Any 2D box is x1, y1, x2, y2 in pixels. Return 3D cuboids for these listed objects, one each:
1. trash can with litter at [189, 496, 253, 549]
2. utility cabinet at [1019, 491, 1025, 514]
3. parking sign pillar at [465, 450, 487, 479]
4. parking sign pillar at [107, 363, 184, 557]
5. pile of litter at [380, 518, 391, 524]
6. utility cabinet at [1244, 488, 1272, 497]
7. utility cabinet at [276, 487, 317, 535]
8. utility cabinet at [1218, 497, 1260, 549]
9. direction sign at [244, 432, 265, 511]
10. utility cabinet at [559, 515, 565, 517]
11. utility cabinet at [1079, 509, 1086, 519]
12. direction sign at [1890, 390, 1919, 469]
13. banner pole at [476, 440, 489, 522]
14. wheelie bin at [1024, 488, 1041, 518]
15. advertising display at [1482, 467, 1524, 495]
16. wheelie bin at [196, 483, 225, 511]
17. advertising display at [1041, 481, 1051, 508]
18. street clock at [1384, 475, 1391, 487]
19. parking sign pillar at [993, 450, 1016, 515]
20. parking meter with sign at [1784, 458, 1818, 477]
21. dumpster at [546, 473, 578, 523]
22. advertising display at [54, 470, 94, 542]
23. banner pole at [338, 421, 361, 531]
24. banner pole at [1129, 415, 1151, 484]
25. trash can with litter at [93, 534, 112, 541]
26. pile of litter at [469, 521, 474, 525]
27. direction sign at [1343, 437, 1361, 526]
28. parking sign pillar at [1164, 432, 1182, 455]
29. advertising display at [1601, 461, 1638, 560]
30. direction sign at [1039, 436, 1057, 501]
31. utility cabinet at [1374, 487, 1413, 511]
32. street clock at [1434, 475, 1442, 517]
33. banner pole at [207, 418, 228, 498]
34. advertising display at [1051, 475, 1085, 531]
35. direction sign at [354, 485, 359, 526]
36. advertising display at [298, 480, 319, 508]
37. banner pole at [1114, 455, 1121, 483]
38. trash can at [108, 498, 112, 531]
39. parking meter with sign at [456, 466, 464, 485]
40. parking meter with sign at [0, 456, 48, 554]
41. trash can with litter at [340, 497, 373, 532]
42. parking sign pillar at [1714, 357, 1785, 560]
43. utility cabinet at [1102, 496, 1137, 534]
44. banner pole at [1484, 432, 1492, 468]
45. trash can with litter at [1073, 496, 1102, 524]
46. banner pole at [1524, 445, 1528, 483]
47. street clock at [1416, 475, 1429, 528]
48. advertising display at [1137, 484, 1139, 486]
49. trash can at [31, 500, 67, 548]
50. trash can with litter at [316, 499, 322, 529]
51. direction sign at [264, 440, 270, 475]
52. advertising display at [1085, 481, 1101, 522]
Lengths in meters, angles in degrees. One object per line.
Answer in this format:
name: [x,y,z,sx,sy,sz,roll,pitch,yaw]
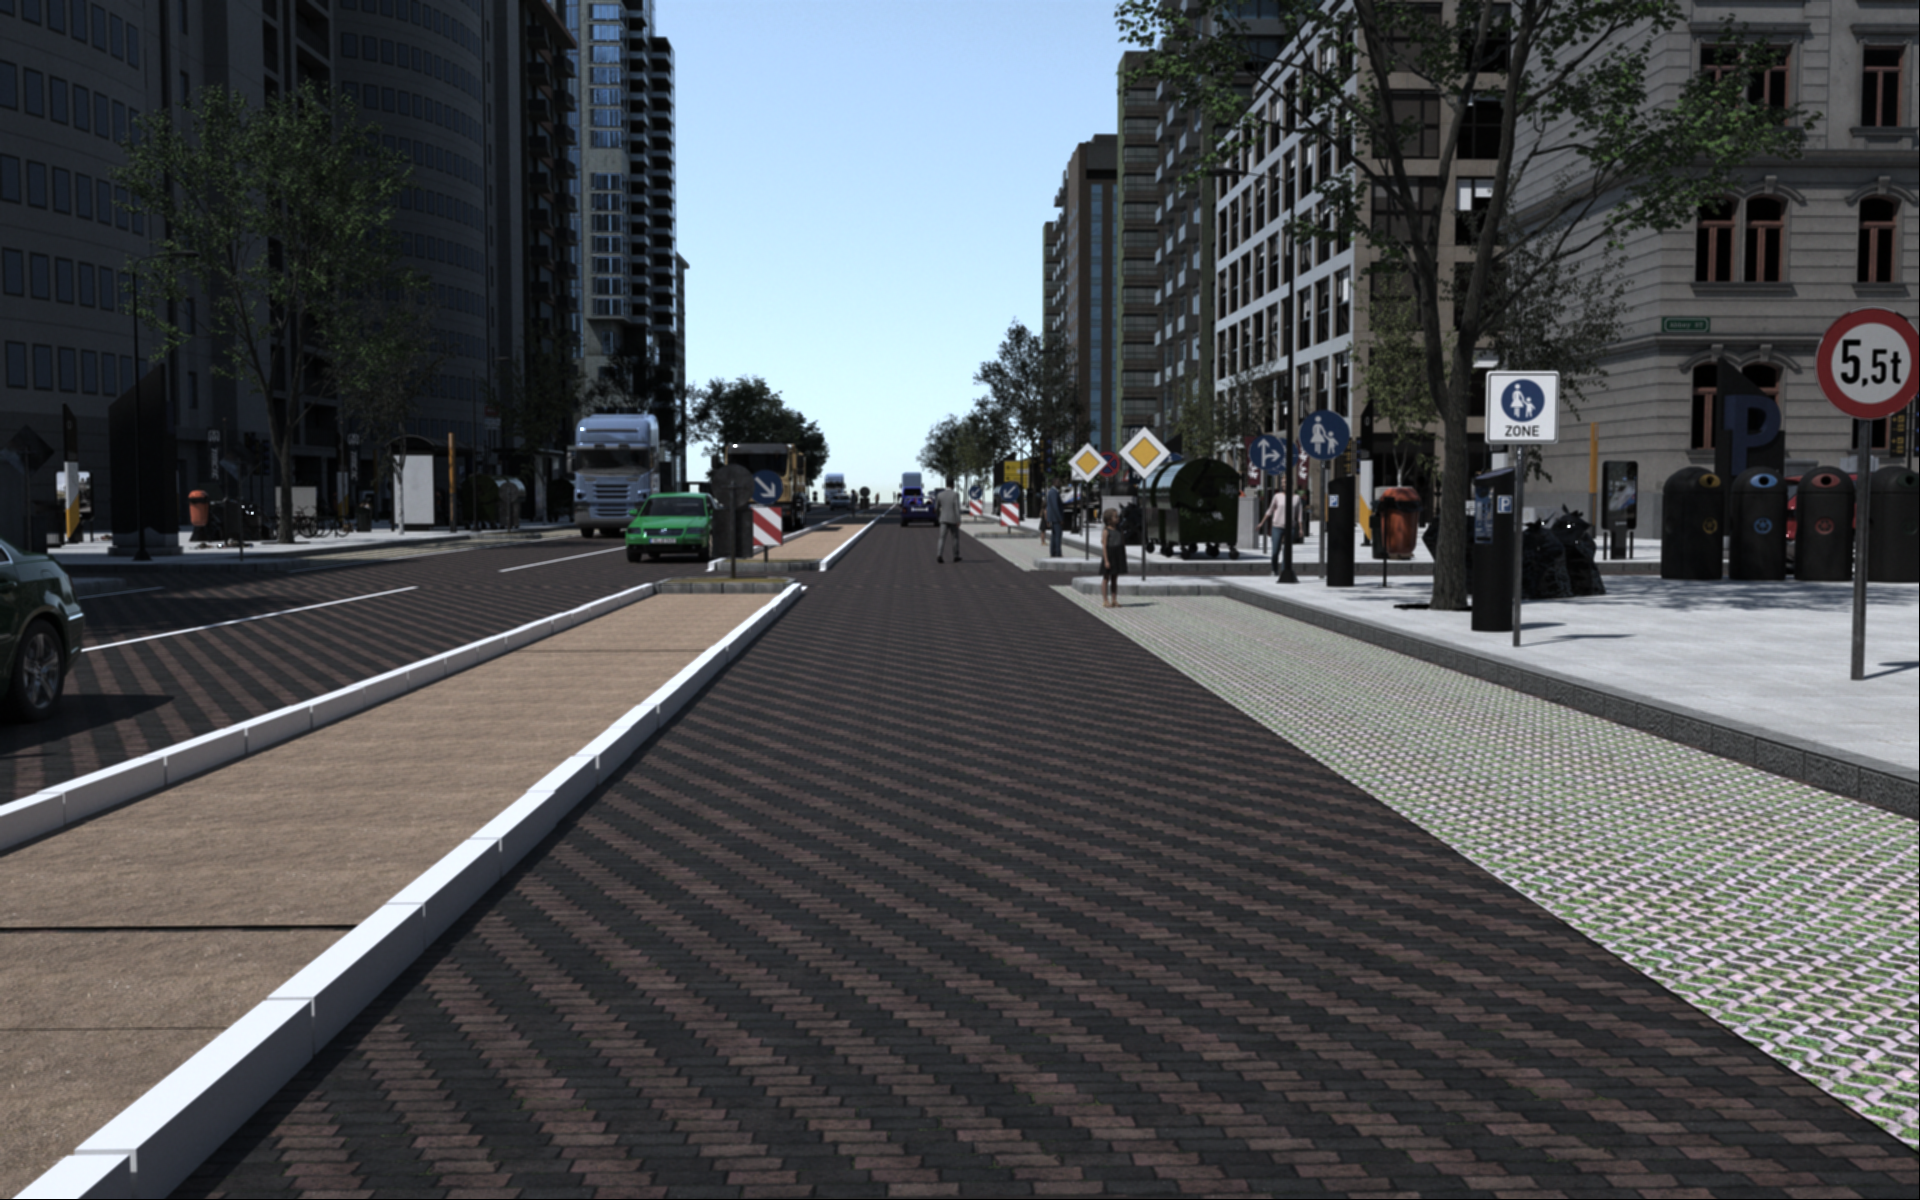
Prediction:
trash can with litter: [-17.714,-1.852,41.343,1.678,1.210,2.233,1,4,13]
utility cabinet: [3.732,-6.100,108.408,0.318,1.500,1.173,-1,4,-20]
parking sign pillar: [-25.988,-6.403,93.169,1.447,3.967,1.447,2,4,30]
parking sign pillar: [-17.014,-2.912,36.078,1.447,3.967,1.447,1,4,14]
pile of litter: [-24.537,-3.790,75.931,1.719,0.858,1.176,-1,4,-13]
utility cabinet: [10.795,-3.320,62.959,0.318,1.500,1.173,-3,5,-43]
utility cabinet: [-20.638,-2.763,53.858,1.173,1.500,0.318,-1,4,-22]
utility cabinet: [6.477,-1.793,40.481,1.020,1.237,0.306,3,4,36]
direction sign: [-26.049,-4.382,63.637,0.876,3.537,0.379,3,5,44]
utility cabinet: [-22.014,-5.199,93.683,1.173,1.500,0.318,-2,4,-26]
utility cabinet: [6.513,-4.806,89.739,0.306,1.237,1.020,-1,4,-19]
direction sign: [20.113,-2.734,36.704,0.379,3.537,0.876,-2,4,-28]
banner pole: [-21.934,-5.498,79.901,0.401,3.779,0.863,0,4,-3]
wheelie bin: [3.906,-5.188,92.735,0.980,1.594,0.693,1,4,9]
advertising display: [13.067,-2.234,41.742,0.974,1.923,0.123,0,4,4]
wheelie bin: [-22.007,-2.618,50.710,0.693,1.594,0.980,2,4,30]
advertising display: [4.468,-4.907,85.448,0.974,1.923,0.123,2,4,23]
street clock: [16.291,-3.763,66.090,0.358,2.002,0.471,1,4,10]
parking sign pillar: [2.785,-7.221,106.533,1.447,3.967,1.447,0,4,2]
parking meter with sign: [17.740,-2.470,36.650,1.738,3.016,0.543,0,4,6]
dumpster: [-17.940,-4.641,78.373,1.502,2.255,1.985,0,4,-2]
advertising display: [-23.527,-2.496,46.026,0.974,1.923,0.123,0,3,0]
banner pole: [-21.084,-4.271,59.840,0.863,3.779,0.401,-3,4,-38]
banner pole: [5.734,-3.963,54.813,0.863,3.779,0.401,1,4,12]
trash can with litter: [-23.484,-2.285,48.425,2.233,1.210,1.678,3,4,38]
pile of litter: [-21.073,-3.604,72.896,1.719,0.858,1.176,3,5,42]
direction sign: [15.646,-4.702,68.868,0.876,3.537,0.379,3,4,36]
parking sign pillar: [8.937,-5.296,75.063,1.447,3.967,1.447,-1,4,-10]
advertising display: [12.872,-1.749,33.813,0.974,1.923,0.123,-2,4,-35]
direction sign: [3.365,-4.666,68.283,0.379,3.537,0.876,-2,4,-30]
utility cabinet: [12.864,-2.616,51.446,0.318,1.500,1.173,-3,4,-38]
street clock: [18.258,-3.766,66.136,0.358,2.002,0.471,1,4,14]
banner pole: [-24.331,-4.092,56.921,0.401,3.779,0.863,3,4,38]
advertising display: [3.731,-3.347,59.937,0.974,1.923,0.123,1,4,17]
direction sign: [-24.326,-4.768,69.947,0.379,3.537,0.876,0,4,-6]
advertising display: [-30.274,-4.602,80.456,0.123,1.923,0.974,3,4,38]
banner pole: [9.929,-7.274,108.946,0.863,3.779,0.401,-3,5,-44]
trash can: [-28.016,-2.825,57.837,0.748,1.137,0.748,0,3,0]
parking meter with sign: [-30.931,-6.761,106.810,0.543,3.016,1.738,0,4,3]
parking meter with sign: [-19.101,-2.342,34.553,0.543,3.016,1.738,1,4,19]
trash can with litter: [-20.303,-2.865,58.237,1.055,1.170,0.624,0,4,-5]
parking sign pillar: [15.603,-2.798,34.223,1.447,3.967,1.447,-1,4,-15]
utility cabinet: [4.614,-2.384,50.133,1.020,1.237,0.306,2,4,34]
banner pole: [21.171,-4.838,69.124,0.863,3.779,0.401,1,4,21]
trash can with litter: [5.907,-3.932,75.349,2.233,1.210,1.678,-3,5,-40]
banner pole: [14.968,-3.422,45.964,0.401,3.779,0.863,2,4,32]
street clock: [17.631,-3.759,66.031,0.358,2.002,0.471,-2,4,-32]
advertising display: [10.756,-5.981,103.011,0.974,1.923,0.123,1,4,23]
trash can: [-21.638,-1.805,41.172,0.748,1.137,0.748,0,3,0]
trash can with litter: [-24.043,-3.179,63.035,1.678,1.210,2.233,2,4,33]
direction sign: [-29.092,-4.903,72.161,0.379,3.537,0.876,2,4,23]
advertising display: [5.942,-4.523,79.162,0.974,1.923,0.123,1,4,19]
